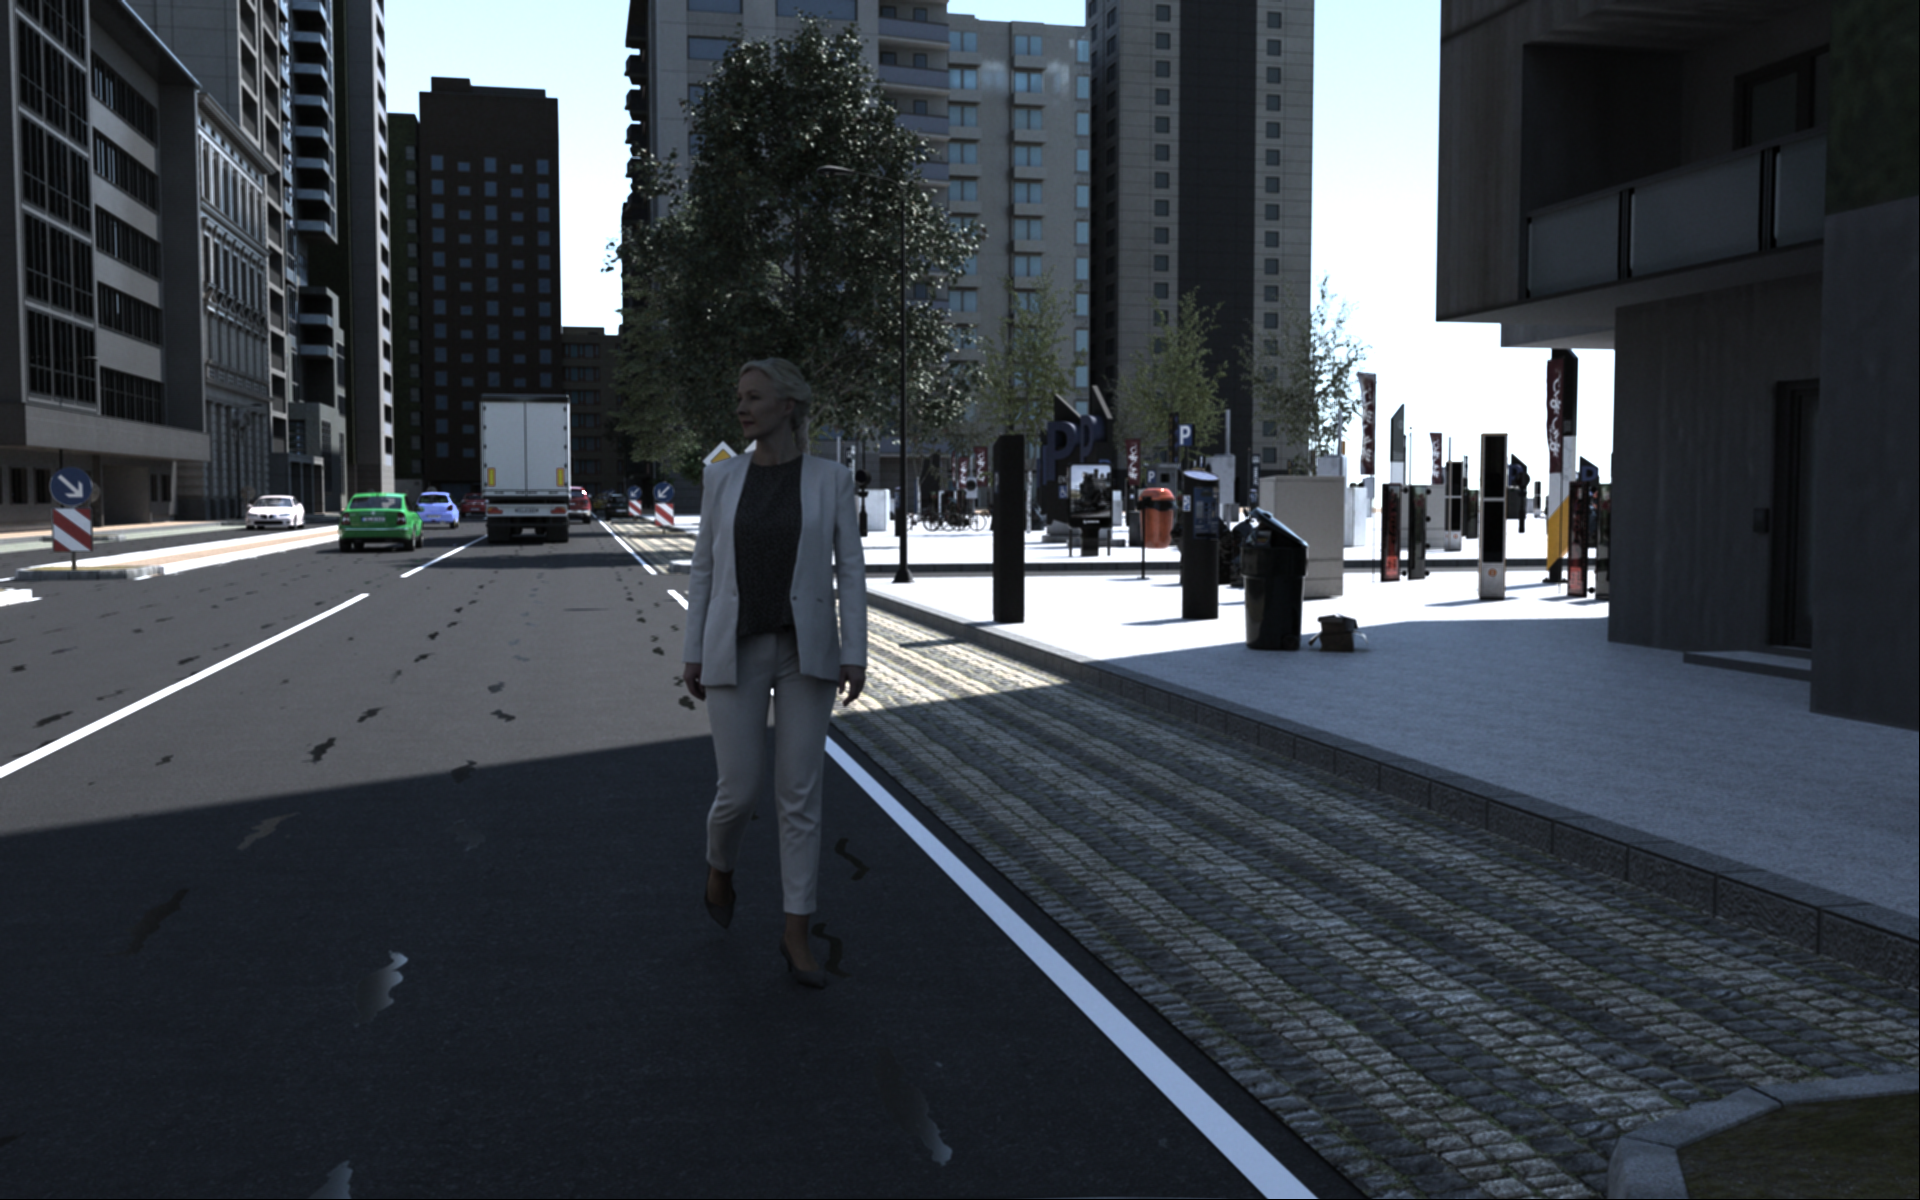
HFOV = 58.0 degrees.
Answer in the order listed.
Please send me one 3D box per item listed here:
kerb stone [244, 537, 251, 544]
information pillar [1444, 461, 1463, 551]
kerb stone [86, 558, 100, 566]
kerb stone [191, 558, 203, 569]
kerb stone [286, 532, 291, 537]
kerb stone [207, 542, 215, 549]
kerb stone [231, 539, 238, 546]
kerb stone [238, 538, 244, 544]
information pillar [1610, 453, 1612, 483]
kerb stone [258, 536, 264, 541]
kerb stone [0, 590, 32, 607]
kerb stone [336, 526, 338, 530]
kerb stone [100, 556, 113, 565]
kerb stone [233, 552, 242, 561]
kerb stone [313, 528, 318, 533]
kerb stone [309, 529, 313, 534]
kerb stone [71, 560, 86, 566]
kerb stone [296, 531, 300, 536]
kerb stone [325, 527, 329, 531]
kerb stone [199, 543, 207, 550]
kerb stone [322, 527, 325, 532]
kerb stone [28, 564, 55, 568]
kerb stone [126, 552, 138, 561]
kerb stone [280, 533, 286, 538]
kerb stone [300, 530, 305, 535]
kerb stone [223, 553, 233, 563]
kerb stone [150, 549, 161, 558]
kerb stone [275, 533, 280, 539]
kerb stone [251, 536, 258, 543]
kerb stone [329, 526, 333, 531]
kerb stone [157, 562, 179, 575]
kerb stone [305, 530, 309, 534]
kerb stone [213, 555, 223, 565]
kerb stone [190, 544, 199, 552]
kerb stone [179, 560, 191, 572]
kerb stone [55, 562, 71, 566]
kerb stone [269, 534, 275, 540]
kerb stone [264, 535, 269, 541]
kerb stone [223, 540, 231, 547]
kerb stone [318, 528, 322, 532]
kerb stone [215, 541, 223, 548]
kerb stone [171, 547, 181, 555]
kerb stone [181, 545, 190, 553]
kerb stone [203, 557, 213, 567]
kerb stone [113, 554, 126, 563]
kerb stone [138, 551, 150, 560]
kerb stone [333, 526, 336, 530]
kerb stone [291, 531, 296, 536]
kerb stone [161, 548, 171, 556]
[{"bbox_3d":[-20.651,-1.690,49.901,0.120,0.150,1.000,-1,4,-13],"label":"kerb stone"},{"bbox_3d":[11.066,-2.100,38.830,0.304,2.012,0.304,0,4,-6],"label":"information pillar"},{"bbox_3d":[-17.052,-0.713,33.847,0.120,0.150,1.000,-1,4,-13],"label":"kerb stone"},{"bbox_3d":[-14.786,-0.680,33.306,0.120,0.150,1.000,-1,4,-13],"label":"kerb stone"},{"bbox_3d":[-22.218,-2.123,56.902,0.120,0.150,1.000,-1,4,-13],"label":"kerb stone"},{"bbox_3d":[-19.526,-1.387,44.878,0.120,0.150,1.000,-1,4,-13],"label":"kerb stone"},{"bbox_3d":[-20.197,-1.566,47.894,0.120,0.150,1.000,-1,4,-13],"label":"kerb stone"},{"bbox_3d":[-20.435,-1.633,48.901,0.120,0.150,1.000,-1,4,-13],"label":"kerb stone"},{"bbox_3d":[31.328,-5.597,82.868,0.183,3.616,0.504,-2,4,-25],"label":"information pillar"},{"bbox_3d":[-21.096,-1.817,51.897,0.120,0.150,1.000,-1,4,-13],"label":"kerb stone"},{"bbox_3d":[-12.423,-0.033,22.772,0.120,0.150,1.000,-1,4,-13],"label":"kerb stone"},{"bbox_3d":[-24.897,-2.857,68.911,0.120,0.150,1.000,-1,4,-13],"label":"kerb stone"},{"bbox_3d":[-17.284,-0.769,34.843,0.120,0.150,1.000,-1,4,-13],"label":"kerb stone"},{"bbox_3d":[-15.688,-0.924,37.304,0.120,0.150,1.000,-1,4,-13],"label":"kerb stone"},{"bbox_3d":[-23.561,-2.490,62.915,0.120,0.150,1.000,-1,4,-13],"label":"kerb stone"},{"bbox_3d":[-23.343,-2.422,61.904,0.120,0.150,1.000,-1,4,-13],"label":"kerb stone"},{"bbox_3d":[-16.836,-0.648,32.848,0.120,0.150,1.000,-1,4,-13],"label":"kerb stone"},{"bbox_3d":[-22.667,-2.244,58.901,0.120,0.150,1.000,-1,4,-13],"label":"kerb stone"},{"bbox_3d":[-24.237,-2.674,65.913,0.120,0.150,1.000,-1,4,-13],"label":"kerb stone"},{"bbox_3d":[-19.297,-1.326,43.875,0.120,0.150,1.000,-1,4,-13],"label":"kerb stone"},{"bbox_3d":[-24.018,-2.610,64.910,0.120,0.150,1.000,-1,4,-13],"label":"kerb stone"},{"bbox_3d":[-16.387,-0.526,30.850,0.120,0.150,1.000,-1,4,-13],"label":"kerb stone"},{"bbox_3d":[-17.729,-0.897,36.854,0.120,0.150,1.000,-1,4,-13],"label":"kerb stone"},{"bbox_3d":[-21.989,-2.062,55.905,0.120,0.150,1.000,-1,4,-13],"label":"kerb stone"},{"bbox_3d":[-22.884,-2.305,59.901,0.120,0.150,1.000,-1,4,-13],"label":"kerb stone"},{"bbox_3d":[-15.451,-0.862,36.300,0.120,0.150,1.000,-1,4,-13],"label":"kerb stone"},{"bbox_3d":[-18.177,-1.014,38.870,0.120,0.150,1.000,-1,4,-13],"label":"kerb stone"},{"bbox_3d":[-21.775,-2.001,54.906,0.120,0.150,1.000,-1,4,-13],"label":"kerb stone"},{"bbox_3d":[-20.869,-1.756,50.899,0.120,0.150,1.000,-1,4,-13],"label":"kerb stone"},{"bbox_3d":[-24.457,-2.731,66.914,0.120,0.150,1.000,-1,4,-13],"label":"kerb stone"},{"bbox_3d":[-14.329,-0.557,31.297,0.120,0.150,1.000,-1,4,-13],"label":"kerb stone"},{"bbox_3d":[-23.110,-2.360,60.907,0.120,0.150,1.000,-1,4,-13],"label":"kerb stone"},{"bbox_3d":[-15.237,-0.799,35.300,0.120,0.150,1.000,-1,4,-13],"label":"kerb stone"},{"bbox_3d":[-19.082,-1.265,42.876,0.120,0.150,1.000,-1,4,-13],"label":"kerb stone"},{"bbox_3d":[-14.559,-0.618,32.306,0.120,0.150,1.000,-1,4,-13],"label":"kerb stone"},{"bbox_3d":[-16.606,-0.590,31.848,0.120,0.150,1.000,-1,4,-13],"label":"kerb stone"},{"bbox_3d":[-21.541,-1.933,53.894,0.120,0.150,1.000,-1,4,-13],"label":"kerb stone"},{"bbox_3d":[-21.320,-1.878,52.895,0.120,0.150,1.000,-1,4,-13],"label":"kerb stone"},{"bbox_3d":[-19.975,-1.510,46.887,0.120,0.150,1.000,-1,4,-13],"label":"kerb stone"},{"bbox_3d":[-23.785,-2.544,63.913,0.120,0.150,1.000,-1,4,-13],"label":"kerb stone"},{"bbox_3d":[-19.750,-1.449,45.890,0.120,0.150,1.000,-1,4,-13],"label":"kerb stone"},{"bbox_3d":[-18.630,-1.141,40.868,0.120,0.150,1.000,-1,4,-13],"label":"kerb stone"},{"bbox_3d":[-18.857,-1.204,41.879,0.120,0.150,1.000,-1,4,-13],"label":"kerb stone"},{"bbox_3d":[-15.011,-0.736,34.303,0.120,0.150,1.000,-1,4,-13],"label":"kerb stone"},{"bbox_3d":[-17.502,-0.825,35.842,0.120,0.150,1.000,-1,4,-13],"label":"kerb stone"},{"bbox_3d":[-17.957,-0.958,37.864,0.120,0.150,1.000,-1,4,-13],"label":"kerb stone"},{"bbox_3d":[-24.688,-2.796,67.910,0.120,0.150,1.000,-1,4,-13],"label":"kerb stone"},{"bbox_3d":[-22.443,-2.184,57.903,0.120,0.150,1.000,-1,4,-13],"label":"kerb stone"},{"bbox_3d":[-18.401,-1.081,39.871,0.120,0.150,1.000,-1,4,-13],"label":"kerb stone"}]
